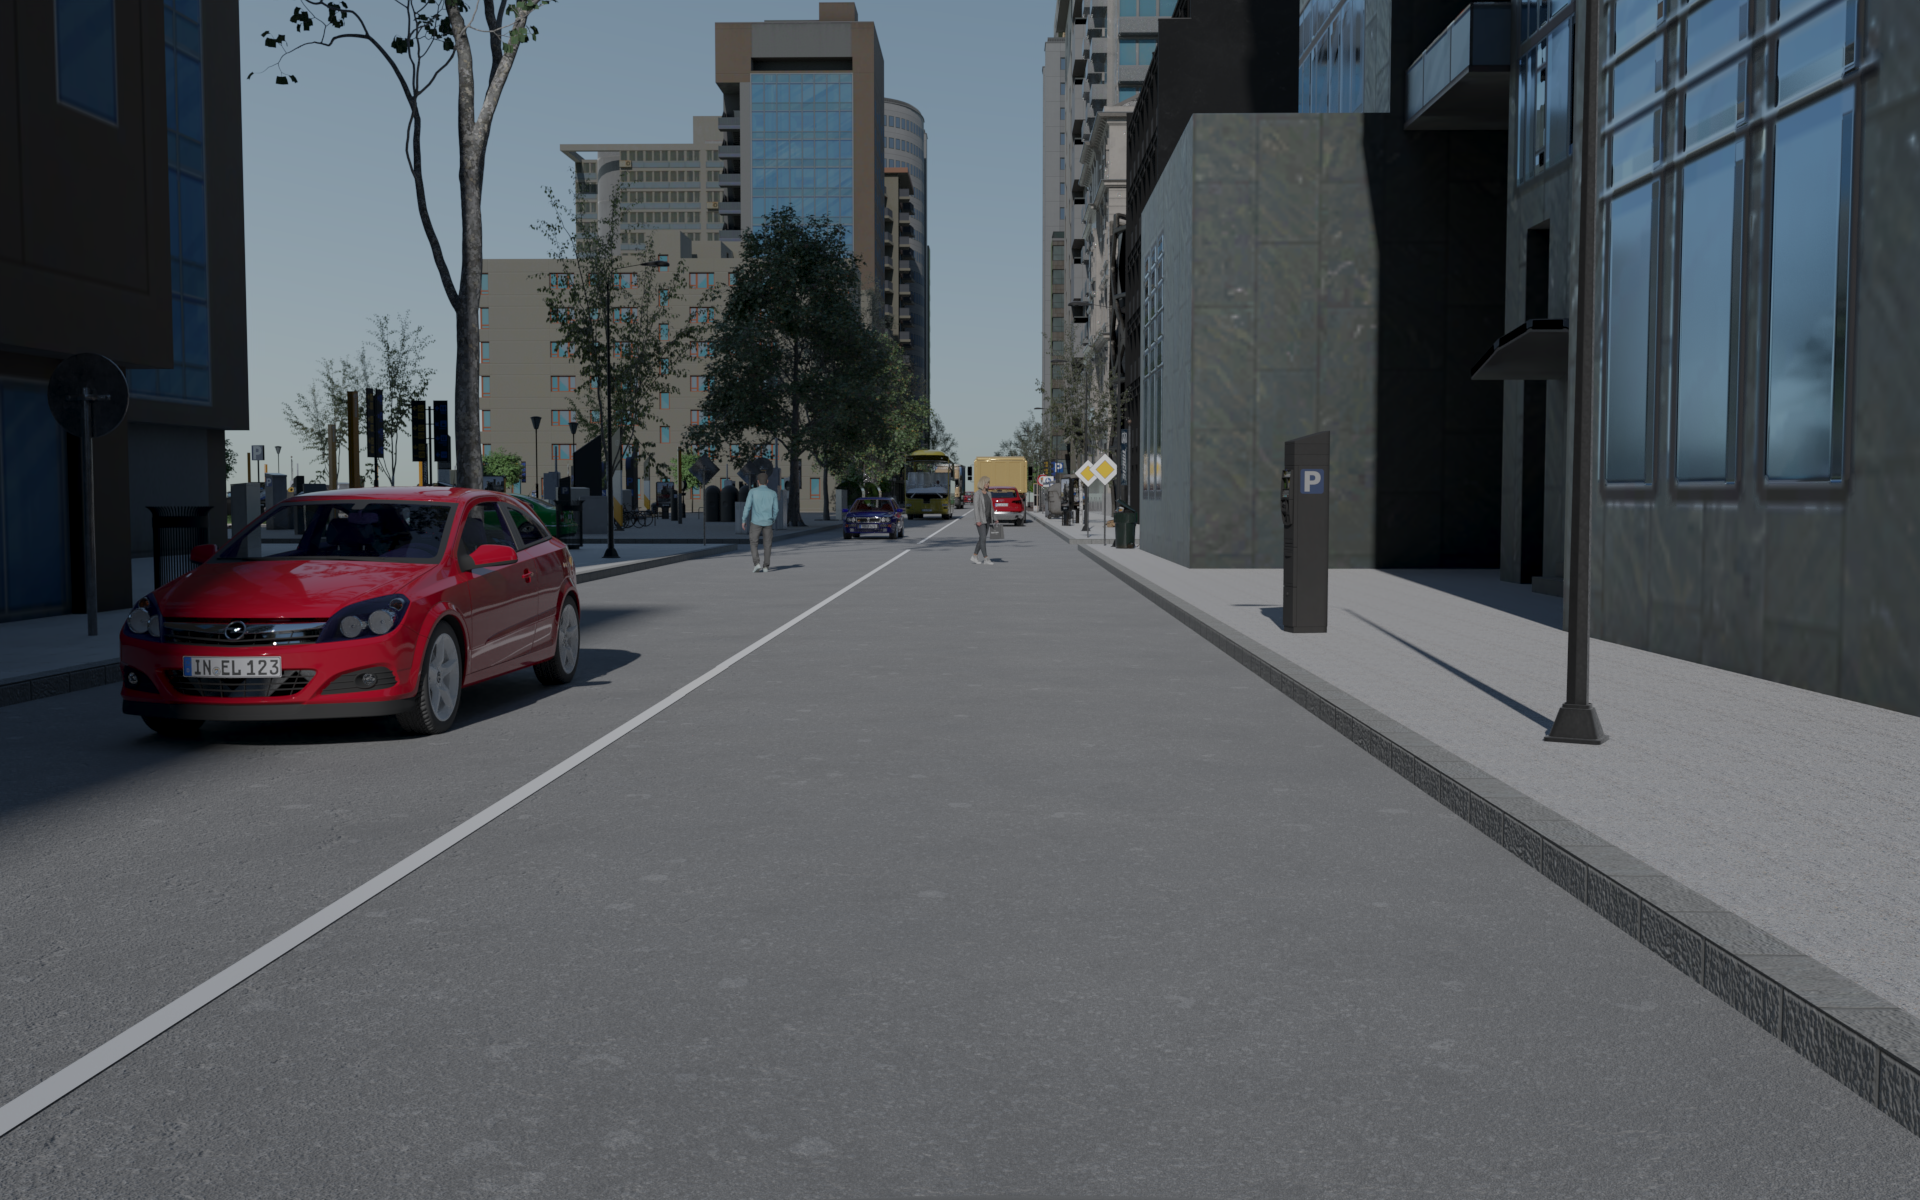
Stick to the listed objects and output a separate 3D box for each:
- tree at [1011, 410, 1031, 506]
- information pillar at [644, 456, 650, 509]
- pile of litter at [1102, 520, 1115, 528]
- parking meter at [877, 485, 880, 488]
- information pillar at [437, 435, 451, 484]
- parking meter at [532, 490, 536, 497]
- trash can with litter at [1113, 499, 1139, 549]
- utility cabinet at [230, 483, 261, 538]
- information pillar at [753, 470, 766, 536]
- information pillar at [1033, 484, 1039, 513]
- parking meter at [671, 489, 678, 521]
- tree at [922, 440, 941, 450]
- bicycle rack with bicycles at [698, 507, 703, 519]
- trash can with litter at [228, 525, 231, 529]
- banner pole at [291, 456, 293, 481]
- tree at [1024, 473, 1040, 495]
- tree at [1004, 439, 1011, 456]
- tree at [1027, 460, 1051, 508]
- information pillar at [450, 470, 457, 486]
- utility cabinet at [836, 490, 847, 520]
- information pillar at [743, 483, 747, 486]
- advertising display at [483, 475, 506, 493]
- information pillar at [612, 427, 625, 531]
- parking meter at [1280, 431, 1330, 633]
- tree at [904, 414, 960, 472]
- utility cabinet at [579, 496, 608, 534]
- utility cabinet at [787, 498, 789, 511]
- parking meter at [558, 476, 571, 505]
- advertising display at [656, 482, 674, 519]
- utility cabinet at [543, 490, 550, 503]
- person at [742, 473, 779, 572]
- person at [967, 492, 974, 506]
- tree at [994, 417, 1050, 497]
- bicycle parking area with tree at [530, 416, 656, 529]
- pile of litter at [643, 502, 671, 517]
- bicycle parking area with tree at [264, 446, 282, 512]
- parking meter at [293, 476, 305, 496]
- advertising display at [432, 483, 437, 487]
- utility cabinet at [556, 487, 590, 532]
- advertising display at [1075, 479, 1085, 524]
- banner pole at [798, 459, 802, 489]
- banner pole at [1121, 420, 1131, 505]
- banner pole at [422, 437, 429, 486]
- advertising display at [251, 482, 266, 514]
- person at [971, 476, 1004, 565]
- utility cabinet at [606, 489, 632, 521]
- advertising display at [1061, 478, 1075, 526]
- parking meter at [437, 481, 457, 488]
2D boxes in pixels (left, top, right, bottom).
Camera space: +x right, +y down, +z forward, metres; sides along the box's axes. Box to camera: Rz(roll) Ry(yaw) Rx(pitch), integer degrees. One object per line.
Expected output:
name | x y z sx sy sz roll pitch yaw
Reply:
tree | 6.727 -11.841 143.965 4.360 8.622 3.978 0 3 0
information pillar | -19.270 -7.053 106.677 0.504 3.616 0.183 2 4 35
pile of litter | 6.145 -3.247 67.053 1.719 0.858 1.176 -2 4 -35
parking meter | -5.119 -6.189 106.896 0.255 1.863 0.399 3 4 38
information pillar | -17.372 -4.096 58.318 0.504 3.616 0.183 -3 5 -40
parking meter | -27.883 -6.432 113.568 0.372 1.533 0.369 0 3 0
trash can with litter | 4.128 -1.792 40.680 1.055 1.170 0.624 1 4 13
utility cabinet | -13.977 -1.542 33.884 0.318 1.500 1.173 -1 4 -10
information pillar | -6.165 -2.985 53.292 0.304 2.012 0.304 -3 4 -38
information pillar | 5.301 -7.084 120.321 0.304 2.012 0.304 2 4 26
parking meter | -13.674 -4.563 83.014 0.372 1.533 0.369 0 3 0
tree | -3.877 -16.191 215.089 4.360 8.622 3.978 0 3 0
bicycle rack with bicycles | -12.067 -4.580 88.267 2.852 0.926 2.925 -2 4 -35
trash can with litter | -27.071 -3.265 64.443 2.233 1.210 1.678 1 4 10
banner pole | -43.764 -7.557 113.577 0.401 3.779 0.863 -2 4 -28
tree | 6.758 -10.002 158.135 1.663 3.219 1.824 0 3 0
tree | 6.856 -14.276 183.769 4.360 8.622 3.978 0 3 0
tree | 7.019 -10.918 162.222 4.285 4.588 4.351 0 3 0
information pillar | -15.199 -2.929 52.377 0.304 2.012 0.304 2 4 32
utility cabinet | -5.837 -4.697 85.483 0.318 1.500 1.173 -1 4 -18
information pillar | -14.551 -6.854 116.555 0.304 2.012 0.304 1 4 22
advertising display | -16.084 -3.324 59.554 0.974 1.923 0.123 1 4 10
information pillar | -11.977 -4.228 60.475 0.504 3.616 0.183 3 4 36
parking meter | 3.191 -0.631 16.031 0.399 1.863 0.255 -1 4 -10
tree | -3.321 -16.356 201.824 7.601 10.594 8.767 0 4 5
utility cabinet | -11.780 -2.745 56.038 1.020 1.237 0.306 -1 4 -16
utility cabinet | -9.622 -5.292 97.689 1.020 1.237 0.306 -2 4 -27
parking meter | -12.634 -3.034 55.311 0.399 1.863 0.255 -1 4 -17
advertising display | -15.150 -5.125 89.005 0.974 1.923 0.123 -2 4 -32
utility cabinet | -20.090 -4.651 84.729 0.318 1.500 1.173 -2 4 -25
person | -3.649 -1.421 31.755 0.660 1.820 0.620 -1 4 -19
person | 1.474 -12.645 215.954 1.217 1.735 0.721 1 4 11
tree | 7.847 -16.794 208.992 8.767 10.594 7.601 0 4 -6
bicycle parking area with tree | -15.667 -4.868 66.587 9.016 4.147 8.231 1 4 16
pile of litter | -16.896 -5.038 96.332 1.719 0.858 1.176 0 4 -6
bicycle parking area with tree | -41.298 -6.962 100.825 9.016 4.147 8.231 2 4 31
parking meter | -20.874 -2.998 54.728 0.255 1.863 0.399 -3 4 -38
advertising display | -29.781 -5.749 99.209 0.123 1.923 0.974 2 4 35
utility cabinet | -12.831 -2.984 57.463 0.318 1.500 1.173 3 4 38
advertising display | 5.179 -4.293 75.402 0.123 1.923 0.974 3 5 40
banner pole | -10.028 -7.158 107.050 0.401 3.779 0.863 2 4 34
banner pole | 5.632 -4.200 58.684 0.401 3.779 0.863 -1 4 -21
banner pole | -23.052 -5.198 75.000 0.401 3.779 0.863 1 4 16
advertising display | -36.927 -5.270 91.373 0.974 1.923 0.123 -2 4 -28
person | 0.517 -1.631 35.351 0.728 1.800 0.709 3 5 45
utility cabinet | -16.203 -4.506 82.344 1.173 1.500 0.318 -3 4 -39
advertising display | 4.265 -3.933 69.512 0.123 1.923 0.974 -1 4 -17
parking meter | -10.094 -1.572 34.116 0.372 1.533 0.369 0 3 0
